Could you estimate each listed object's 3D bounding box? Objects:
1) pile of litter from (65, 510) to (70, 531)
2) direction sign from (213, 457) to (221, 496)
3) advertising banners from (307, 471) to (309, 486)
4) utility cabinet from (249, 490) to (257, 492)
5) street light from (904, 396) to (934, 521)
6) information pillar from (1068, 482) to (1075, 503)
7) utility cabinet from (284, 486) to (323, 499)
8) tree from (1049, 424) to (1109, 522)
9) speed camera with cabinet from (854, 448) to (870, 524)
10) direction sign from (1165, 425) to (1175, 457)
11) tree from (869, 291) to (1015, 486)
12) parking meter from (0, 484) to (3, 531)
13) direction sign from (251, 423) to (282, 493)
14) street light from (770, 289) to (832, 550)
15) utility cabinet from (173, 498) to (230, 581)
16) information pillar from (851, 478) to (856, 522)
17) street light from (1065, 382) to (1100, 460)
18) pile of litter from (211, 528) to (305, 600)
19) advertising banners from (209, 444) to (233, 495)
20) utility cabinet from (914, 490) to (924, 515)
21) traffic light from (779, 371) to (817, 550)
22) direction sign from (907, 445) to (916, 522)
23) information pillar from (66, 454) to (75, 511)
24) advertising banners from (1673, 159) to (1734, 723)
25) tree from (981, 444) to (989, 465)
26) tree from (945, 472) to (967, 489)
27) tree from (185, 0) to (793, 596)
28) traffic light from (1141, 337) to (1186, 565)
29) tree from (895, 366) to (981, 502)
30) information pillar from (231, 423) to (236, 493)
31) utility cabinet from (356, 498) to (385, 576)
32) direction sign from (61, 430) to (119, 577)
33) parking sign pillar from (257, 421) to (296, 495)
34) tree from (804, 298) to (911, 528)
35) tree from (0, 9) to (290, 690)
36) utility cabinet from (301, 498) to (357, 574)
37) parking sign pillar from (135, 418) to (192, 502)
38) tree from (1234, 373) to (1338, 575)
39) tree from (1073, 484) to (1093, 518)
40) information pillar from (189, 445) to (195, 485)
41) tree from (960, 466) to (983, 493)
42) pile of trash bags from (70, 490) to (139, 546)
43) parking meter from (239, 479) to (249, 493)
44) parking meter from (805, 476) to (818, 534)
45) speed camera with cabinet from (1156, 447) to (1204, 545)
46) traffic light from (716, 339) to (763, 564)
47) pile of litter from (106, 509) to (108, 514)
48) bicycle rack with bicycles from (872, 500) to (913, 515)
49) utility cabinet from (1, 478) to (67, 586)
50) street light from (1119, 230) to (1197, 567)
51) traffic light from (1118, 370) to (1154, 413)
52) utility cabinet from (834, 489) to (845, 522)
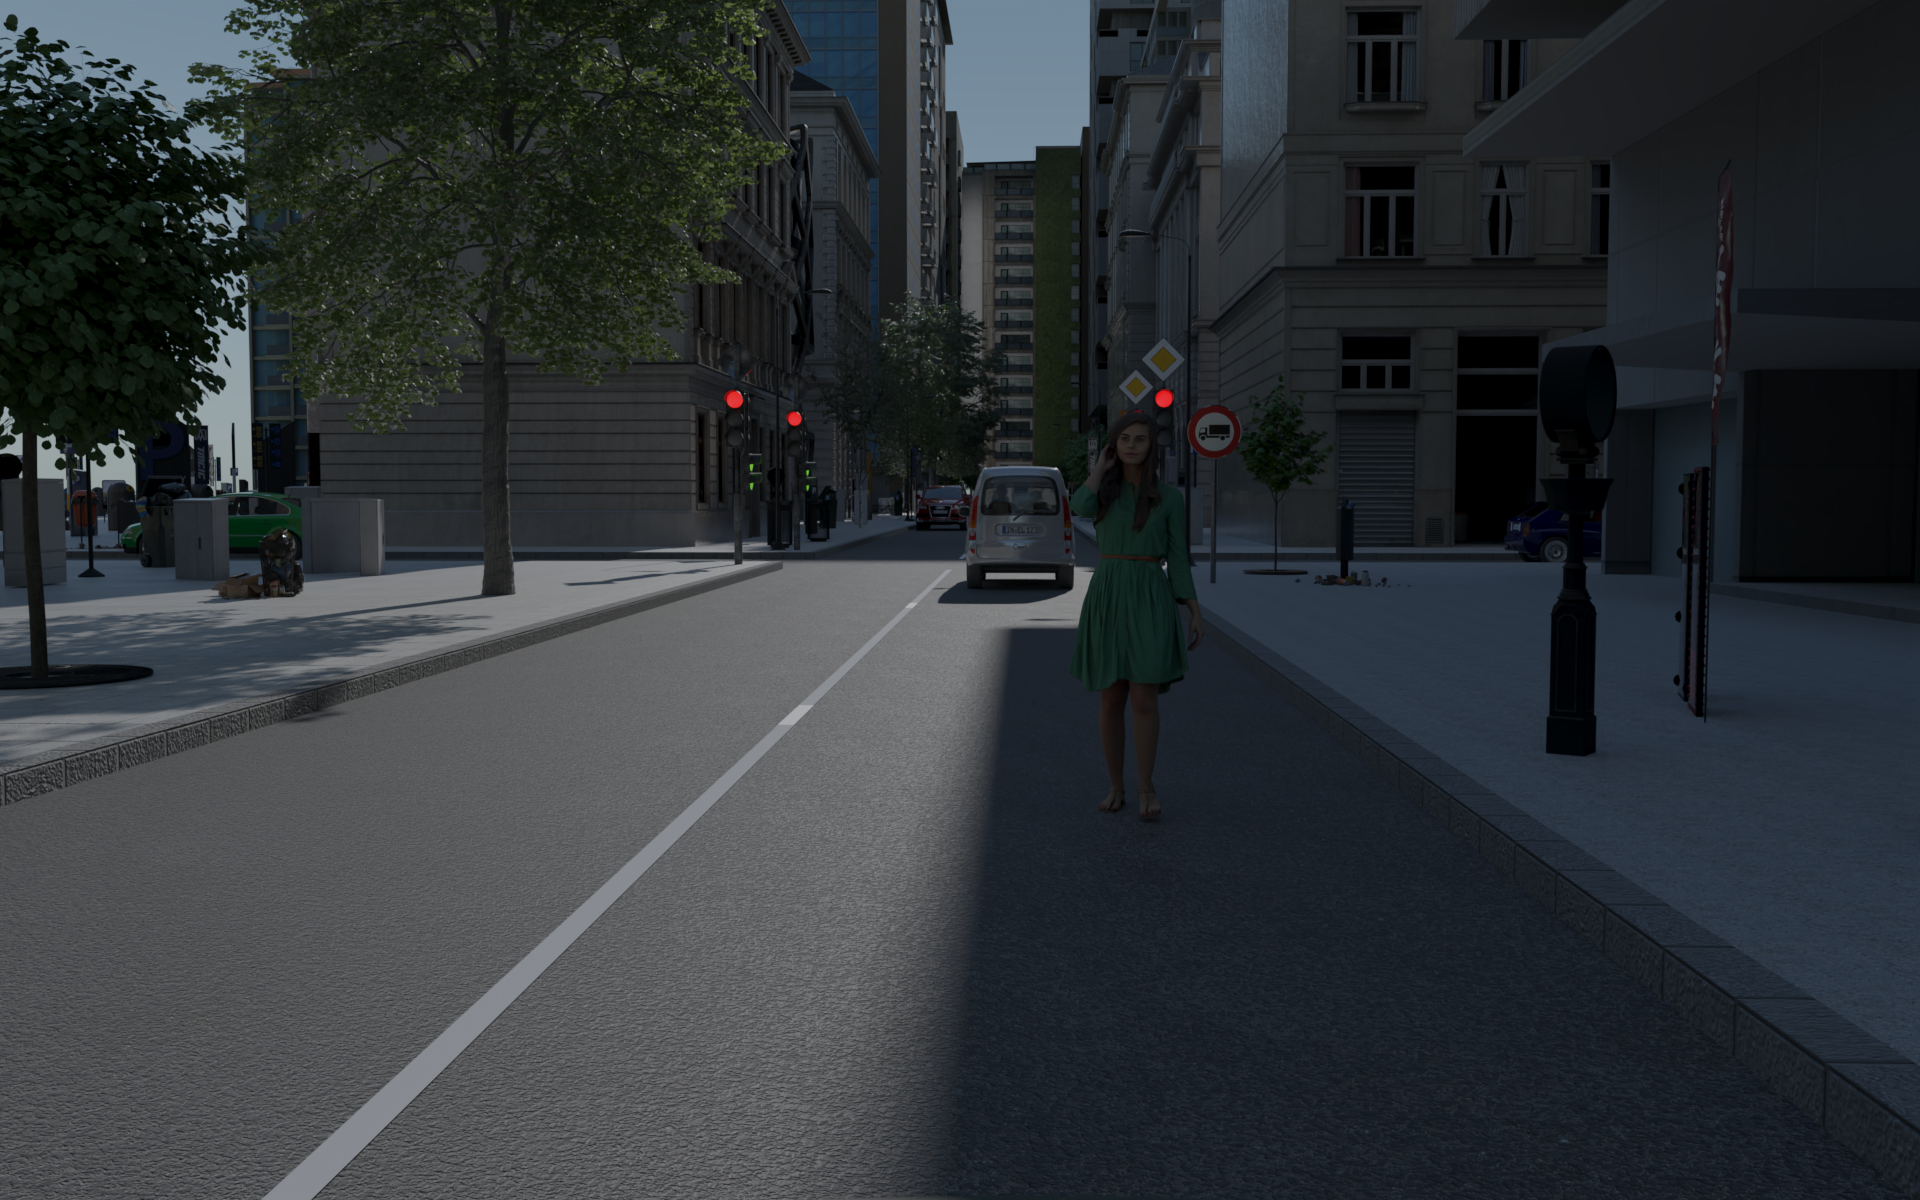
[{"bbox_3d":[-31.622,-2.899,61.365,1.176,0.858,1.719,-2,4,-33],"label":"pile of litter"},{"bbox_3d":[-45.212,-6.925,105.217,0.379,3.537,0.876,1,4,22],"label":"direction sign"},{"bbox_3d":[-41.758,-7.039,111.280,2.074,3.025,0.090,0,4,4],"label":"advertising banners"},{"bbox_3d":[-38.977,-5.350,96.157,1.173,1.500,0.318,0,4,-4],"label":"utility cabinet"},{"bbox_3d":[-1.937,-6.690,81.929,1.470,5.913,1.316,0,4,2],"label":"street light"},{"bbox_3d":[6.902,-6.279,107.160,0.304,2.012,0.304,3,4,36],"label":"information pillar"},{"bbox_3d":[-18.854,-2.516,49.817,1.173,1.500,0.318,1,4,21],"label":"utility cabinet"},{"bbox_3d":[6.452,-6.150,84.263,4.285,4.588,4.351,0,3,0],"label":"tree"},{"bbox_3d":[-4.212,-4.887,74.246,0.660,3.252,2.038,0,4,-1],"label":"speed camera with cabinet"},{"bbox_3d":[6.748,-3.932,56.292,0.379,3.537,0.876,3,4,36],"label":"direction sign"},{"bbox_3d":[-1.632,-12.402,109.435,9.857,13.997,8.962,0,3,0],"label":"tree"},{"bbox_3d":[-33.211,-3.329,60.134,0.255,1.863,0.399,-1,4,-13],"label":"parking meter"},{"bbox_3d":[-22.136,-3.874,55.338,0.876,3.537,0.379,-2,4,-24],"label":"direction sign"},{"bbox_3d":[-3.606,-4.087,39.360,1.470,5.913,1.316,0,4,2],"label":"street light"},{"bbox_3d":[-11.346,-0.901,25.892,1.020,1.237,0.306,2,4,35],"label":"utility cabinet"},{"bbox_3d":[-4.855,-4.661,80.694,0.304,2.012,0.304,2,4,24],"label":"information pillar"},{"bbox_3d":[5.221,-6.059,71.606,1.470,5.913,1.316,0,4,2],"label":"street light"},{"bbox_3d":[-8.853,-0.478,21.784,1.176,0.858,1.719,0,4,4],"label":"pile of litter"},{"bbox_3d":[-25.844,-3.932,60.480,0.090,3.025,2.074,-3,5,-44],"label":"advertising banners"},{"bbox_3d":[-2.438,-5.944,105.860,0.318,1.500,1.173,-2,4,-28],"label":"utility cabinet"},{"bbox_3d":[-3.707,-3.092,39.473,0.839,4.253,0.868,0,4,2],"label":"traffic light"},{"bbox_3d":[-2.257,-5.434,80.835,0.379,3.537,0.876,-2,4,-26],"label":"direction sign"},{"bbox_3d":[-41.740,-5.504,81.349,0.183,3.616,0.504,1,4,15],"label":"information pillar"},{"bbox_3d":[4.335,-0.852,10.118,0.090,3.025,2.074,1,4,18],"label":"advertising banners"},{"bbox_3d":[1.047,-13.489,170.909,4.737,8.622,4.395,0,3,0],"label":"tree"},{"bbox_3d":[-0.415,-9.195,144.943,1.663,3.219,1.824,0,3,0],"label":"tree"},{"bbox_3d":[-5.485,-6.329,21.605,7.486,12.596,7.792,0,3,0],"label":"tree"},{"bbox_3d":[3.630,-2.586,31.205,0.839,4.253,0.868,0,4,2],"label":"traffic light"},{"bbox_3d":[-1.979,-9.203,100.837,4.737,8.622,4.395,0,3,0],"label":"tree"},{"bbox_3d":[-23.738,-3.993,56.645,0.183,3.616,0.504,-1,4,-20],"label":"information pillar"},{"bbox_3d":[-9.357,-1.005,27.598,0.306,1.237,1.020,-1,4,-13],"label":"utility cabinet"},{"bbox_3d":[-13.445,-2.123,26.705,0.876,3.537,0.379,-1,4,-21],"label":"direction sign"},{"bbox_3d":[-24.897,-4.562,63.061,1.447,3.967,1.447,-2,4,-27],"label":"parking sign pillar"},{"bbox_3d":[-3.710,-6.975,64.403,4.360,8.622,3.978,0,3,0],"label":"tree"},{"bbox_3d":[-6.347,-1.728,11.971,4.285,4.588,4.351,0,3,0],"label":"tree"},{"bbox_3d":[-10.185,-1.043,28.207,0.306,1.237,1.020,3,4,38],"label":"utility cabinet"},{"bbox_3d":[-21.021,-3.499,45.687,1.447,3.967,1.447,-2,4,-33],"label":"parking sign pillar"},{"bbox_3d":[5.212,-2.029,27.771,1.663,3.219,1.824,0,3,0],"label":"tree"},{"bbox_3d":[6.651,-5.960,92.042,1.663,3.219,1.824,0,3,0],"label":"tree"},{"bbox_3d":[-36.565,-5.587,82.698,0.504,3.616,0.183,1,4,13],"label":"information pillar"},{"bbox_3d":[1.572,-12.155,182.445,4.285,4.588,4.351,0,3,0],"label":"tree"},{"bbox_3d":[-20.438,-2.055,43.348,3.447,1.369,1.912,0,4,-5],"label":"pile of trash bags"},{"bbox_3d":[-28.308,-3.840,68.493,0.255,1.863,0.399,0,4,-1],"label":"parking meter"},{"bbox_3d":[-4.779,-3.059,55.723,0.255,1.863,0.399,3,4,36],"label":"parking meter"},{"bbox_3d":[5.355,-2.988,43.185,0.660,3.252,2.038,3,4,36],"label":"speed camera with cabinet"},{"bbox_3d":[-4.026,-2.604,31.494,0.839,4.253,0.868,0,4,2],"label":"traffic light"},{"bbox_3d":[-54.571,-5.905,110.508,1.176,0.858,1.719,-1,4,-9],"label":"pile of litter"},{"bbox_3d":[-4.367,-5.776,107.818,2.925,0.926,2.852,-1,4,-16],"label":"bicycle rack with bicycles"},{"bbox_3d":[-12.942,-0.950,24.208,0.318,1.500,1.173,0,4,-3],"label":"utility cabinet"},{"bbox_3d":[3.495,-3.551,30.607,1.470,5.913,1.316,0,4,2],"label":"street light"},{"bbox_3d":[3.949,-3.074,39.184,0.839,4.253,0.868,0,4,2],"label":"traffic light"},{"bbox_3d":[-5.724,-4.277,78.609,0.318,1.500,1.173,2,4,35],"label":"utility cabinet"}]
